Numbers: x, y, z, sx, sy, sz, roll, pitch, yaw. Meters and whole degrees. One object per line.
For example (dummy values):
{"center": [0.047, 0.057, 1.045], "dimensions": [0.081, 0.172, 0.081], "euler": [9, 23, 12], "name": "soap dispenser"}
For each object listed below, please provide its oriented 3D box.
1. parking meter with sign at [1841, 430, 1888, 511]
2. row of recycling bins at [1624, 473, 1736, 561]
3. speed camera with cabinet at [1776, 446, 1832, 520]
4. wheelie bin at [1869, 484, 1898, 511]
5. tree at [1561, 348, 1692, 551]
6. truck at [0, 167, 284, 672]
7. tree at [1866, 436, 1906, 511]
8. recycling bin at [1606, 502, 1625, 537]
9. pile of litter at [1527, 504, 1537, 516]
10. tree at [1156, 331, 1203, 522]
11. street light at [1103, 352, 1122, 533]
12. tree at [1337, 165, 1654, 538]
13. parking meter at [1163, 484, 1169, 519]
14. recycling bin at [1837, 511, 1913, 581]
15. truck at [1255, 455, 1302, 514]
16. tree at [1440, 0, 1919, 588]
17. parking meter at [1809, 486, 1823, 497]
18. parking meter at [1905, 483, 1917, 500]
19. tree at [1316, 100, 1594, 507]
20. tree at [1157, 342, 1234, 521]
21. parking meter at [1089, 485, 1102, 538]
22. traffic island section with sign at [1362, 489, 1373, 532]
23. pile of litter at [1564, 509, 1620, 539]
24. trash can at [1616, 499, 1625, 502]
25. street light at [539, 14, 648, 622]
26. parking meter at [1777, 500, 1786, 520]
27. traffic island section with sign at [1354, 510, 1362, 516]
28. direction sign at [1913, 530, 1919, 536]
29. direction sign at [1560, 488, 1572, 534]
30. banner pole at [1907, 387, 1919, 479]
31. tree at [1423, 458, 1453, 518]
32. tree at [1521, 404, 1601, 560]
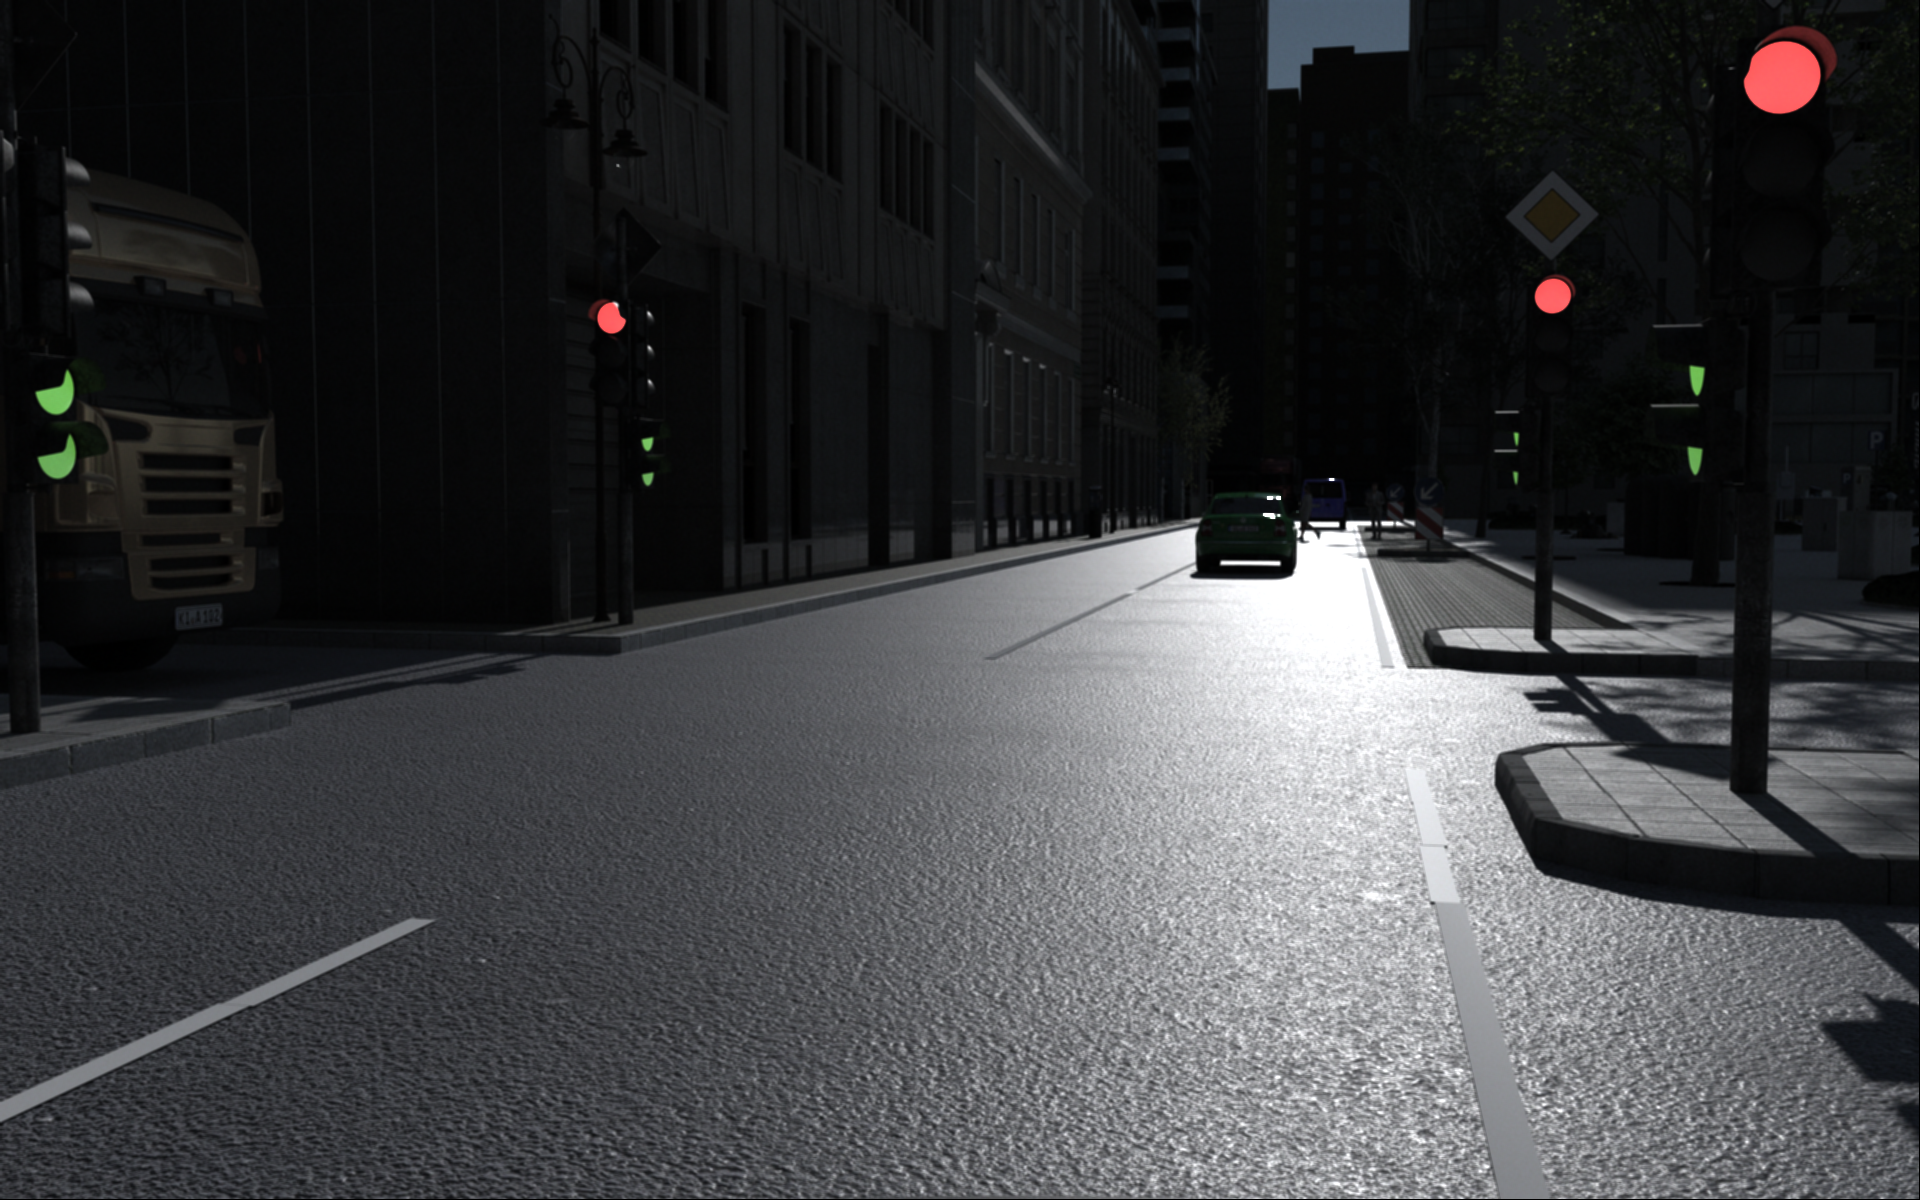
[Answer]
{"center": [24.312, -3.108, 47.076], "dimensions": [1.738, 3.016, 0.543], "euler": [-1, 4, -23], "name": "parking meter with sign"}
{"center": [14.474, -1.705, 34.987], "dimensions": [1.069, 1.692, 3.534], "euler": [0, 4, -4], "name": "row of recycling bins"}
{"center": [34.871, -4.724, 71.580], "dimensions": [2.038, 3.252, 0.660], "euler": [1, 4, 23], "name": "speed camera with cabinet"}
{"center": [27.749, -2.714, 52.289], "dimensions": [0.980, 1.594, 0.693], "euler": [3, 4, 36], "name": "wheelie bin"}
{"center": [15.289, -3.389, 39.119], "dimensions": [4.285, 4.588, 4.351], "euler": [0, 3, 0], "name": "tree"}
{"center": [-10.398, -1.525, 13.853], "dimensions": [11.283, 4.237, 2.839], "euler": [1, 4, 14], "name": "truck"}
{"center": [31.009, -3.836, 57.322], "dimensions": [1.663, 3.219, 1.824], "euler": [0, 3, 0], "name": "tree"}
{"center": [20.047, -2.444, 52.514], "dimensions": [0.722, 1.027, 0.722], "euler": [2, 4, 32], "name": "recycling bin"}
{"center": [25.568, -3.861, 77.086], "dimensions": [1.176, 0.858, 1.719], "euler": [-3, 5, -43], "name": "pile of litter"}
{"center": [8.969, -7.821, 78.240], "dimensions": [4.737, 8.622, 4.395], "euler": [0, 3, 0], "name": "tree"}
{"center": [4.969, -5.121, 56.512], "dimensions": [0.468, 5.910, 1.993], "euler": [1, 4, 12], "name": "street light"}
{"center": [15.243, -7.077, 50.127], "dimensions": [8.767, 10.594, 7.601], "euler": [0, 4, 0], "name": "tree"}
{"center": [10.735, -5.204, 90.804], "dimensions": [0.399, 1.863, 0.255], "euler": [0, 4, -7], "name": "parking meter"}
{"center": [13.702, -0.819, 25.948], "dimensions": [0.722, 1.027, 0.722], "euler": [-1, 4, -13], "name": "recycling bin"}
{"center": [23.233, -8.362, 125.639], "dimensions": [2.839, 4.237, 11.283], "euler": [1, 4, 14], "name": "truck"}
{"center": [10.400, -5.989, 23.670], "dimensions": [9.928, 11.665, 9.643], "euler": [0, 3, 0], "name": "tree"}
{"center": [26.021, -2.708, 52.681], "dimensions": [0.372, 1.533, 0.369], "euler": [0, 3, 0], "name": "parking meter"}
{"center": [43.665, -4.516, 79.546], "dimensions": [0.399, 1.863, 0.255], "euler": [0, 4, 6], "name": "parking meter"}
{"center": [23.128, -13.795, 81.445], "dimensions": [12.611, 20.169, 13.585], "euler": [0, 3, 0], "name": "tree"}
{"center": [11.008, -8.151, 83.636], "dimensions": [4.360, 8.622, 3.978], "euler": [0, 3, 0], "name": "tree"}
{"center": [3.984, -2.601, 50.942], "dimensions": [0.372, 1.533, 0.369], "euler": [0, 3, 0], "name": "parking meter"}
{"center": [16.477, -3.515, 66.098], "dimensions": [1.989, 1.847, 2.006], "euler": [1, 4, 12], "name": "traffic island section with sign"}
{"center": [18.259, -2.204, 50.005], "dimensions": [1.176, 0.858, 1.719], "euler": [-1, 4, -15], "name": "pile of litter"}
{"center": [20.686, -2.568, 53.632], "dimensions": [0.748, 1.137, 0.748], "euler": [0, 3, 0], "name": "trash can"}
{"center": [-3.620, -2.725, 17.336], "dimensions": [0.468, 5.910, 1.993], "euler": [1, 4, 12], "name": "street light"}
{"center": [39.912, -4.633, 84.157], "dimensions": [0.372, 1.533, 0.369], "euler": [0, 3, 0], "name": "parking meter"}
{"center": [27.262, -6.482, 114.605], "dimensions": [1.989, 1.847, 2.006], "euler": [1, 4, 12], "name": "traffic island section with sign"}
{"center": [29.251, -3.709, 52.632], "dimensions": [0.379, 3.537, 0.876], "euler": [0, 4, -7], "name": "direction sign"}
{"center": [19.424, -3.879, 55.422], "dimensions": [0.379, 3.537, 0.876], "euler": [1, 4, 21], "name": "direction sign"}
{"center": [19.849, -2.785, 35.557], "dimensions": [0.863, 3.779, 0.401], "euler": [0, 4, -1], "name": "banner pole"}
{"center": [25.604, -5.989, 92.525], "dimensions": [1.663, 3.219, 1.824], "euler": [0, 3, 0], "name": "tree"}
{"center": [11.476, -2.410, 33.999], "dimensions": [1.663, 3.219, 1.824], "euler": [0, 3, 0], "name": "tree"}
